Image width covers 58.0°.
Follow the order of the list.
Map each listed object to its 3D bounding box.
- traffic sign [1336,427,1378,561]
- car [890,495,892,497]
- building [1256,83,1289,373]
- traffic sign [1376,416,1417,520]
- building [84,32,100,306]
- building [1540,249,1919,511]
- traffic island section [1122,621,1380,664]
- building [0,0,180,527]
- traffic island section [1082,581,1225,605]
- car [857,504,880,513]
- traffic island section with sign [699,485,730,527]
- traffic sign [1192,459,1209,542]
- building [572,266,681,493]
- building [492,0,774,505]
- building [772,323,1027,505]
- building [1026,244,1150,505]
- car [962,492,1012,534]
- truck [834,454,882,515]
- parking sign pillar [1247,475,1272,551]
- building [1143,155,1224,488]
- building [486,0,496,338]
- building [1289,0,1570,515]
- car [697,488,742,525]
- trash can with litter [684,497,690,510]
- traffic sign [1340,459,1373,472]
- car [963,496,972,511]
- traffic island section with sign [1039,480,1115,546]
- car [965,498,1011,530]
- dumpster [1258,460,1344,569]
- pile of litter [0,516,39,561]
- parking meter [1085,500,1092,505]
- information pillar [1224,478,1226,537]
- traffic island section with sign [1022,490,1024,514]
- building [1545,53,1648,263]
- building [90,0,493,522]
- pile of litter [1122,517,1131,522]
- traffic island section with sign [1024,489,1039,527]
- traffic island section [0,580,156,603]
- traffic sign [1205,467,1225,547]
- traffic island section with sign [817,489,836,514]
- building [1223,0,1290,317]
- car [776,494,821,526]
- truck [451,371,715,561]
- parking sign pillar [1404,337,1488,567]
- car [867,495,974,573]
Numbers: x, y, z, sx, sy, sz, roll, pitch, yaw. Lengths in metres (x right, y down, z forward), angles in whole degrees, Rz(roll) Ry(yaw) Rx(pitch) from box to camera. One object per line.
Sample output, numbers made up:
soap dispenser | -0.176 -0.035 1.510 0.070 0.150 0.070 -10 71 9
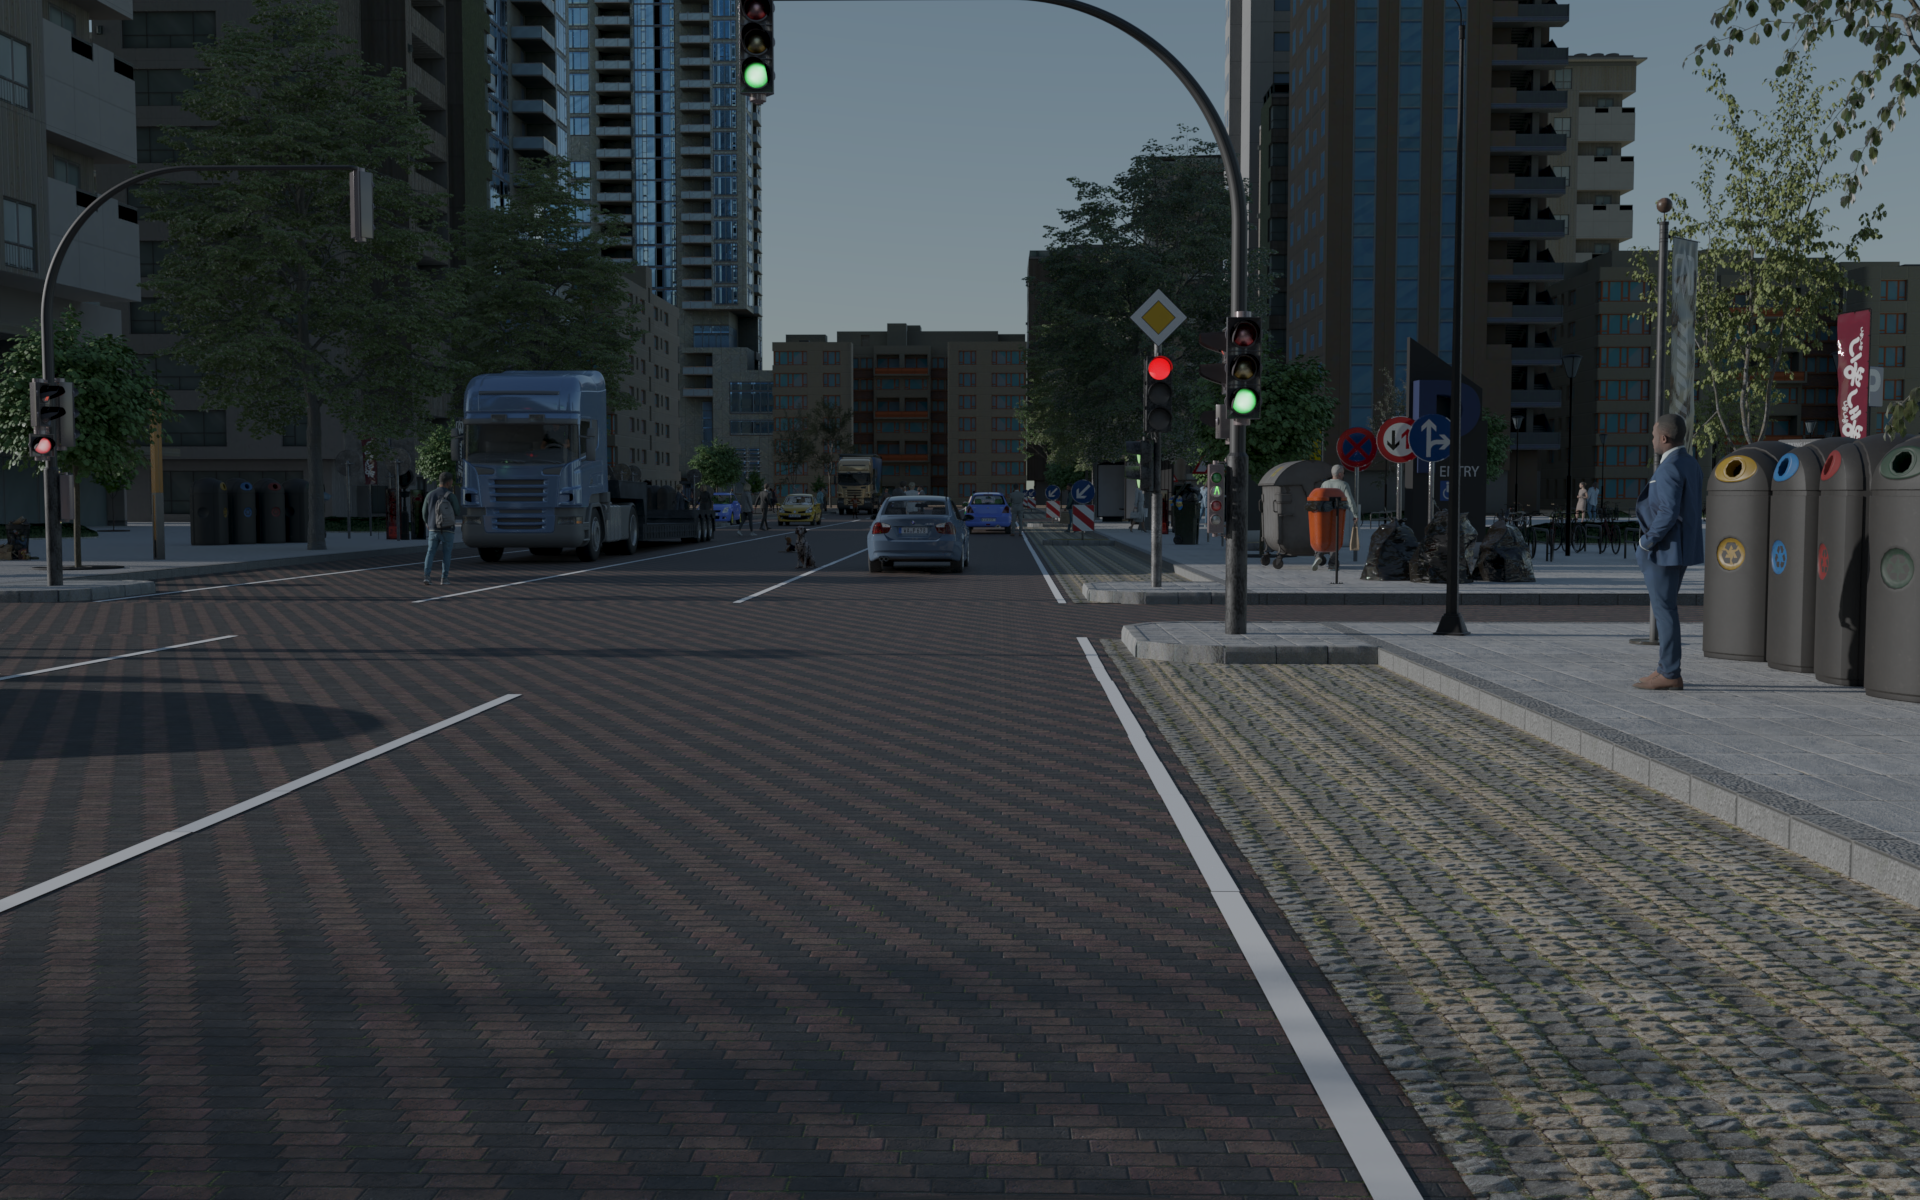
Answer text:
traffic sign | 7.531 -2.006 32.911 0.768 2.556 0.104 1 4 9
car | -5.507 -8.383 149.636 1.945 1.354 3.894 0 4 1
building | 28.345 -21.618 125.162 14.160 30.474 14.107 0 4 1
traffic sign | 7.193 -1.728 28.361 0.768 2.556 0.104 0 4 7
building | -67.385 -27.765 145.836 23.993 40.220 32.217 0 4 1
building | 63.402 -18.382 145.580 28.899 21.520 27.650 0 4 1
traffic island section | 2.549 0.388 15.940 2.009 0.180 2.903 0 4 1
building | -45.051 -28.484 54.956 28.713 52.752 27.495 0 4 1
traffic island section | 2.733 -0.100 23.923 2.009 0.180 2.903 0 4 1
car | -7.209 -7.338 132.338 2.083 1.381 4.827 0 4 3
traffic island section with sign | -11.183 -4.136 76.258 1.989 1.847 2.006 0 4 1
traffic sign | 6.616 -2.820 46.107 0.884 2.594 0.081 1 4 10
building | -40.892 -18.539 148.155 28.899 21.520 27.650 0 4 1
building | -36.759 -54.692 206.880 31.000 86.520 22.319 0 4 1
building | -6.558 -22.349 210.440 28.899 21.520 27.650 0 4 1
building | 14.835 -26.400 203.339 14.107 30.474 14.160 0 4 1
car | 1.033 -3.293 63.439 1.945 1.707 3.694 0 4 1
truck | -7.138 -8.208 123.121 2.839 4.237 11.283 0 4 1
parking sign pillar | 6.854 -3.130 39.654 1.447 3.967 1.447 -3 5 -40
building | 28.932 -31.761 202.883 14.086 41.232 14.154 0 4 1
building | -37.973 -48.985 113.571 22.319 86.520 31.000 0 4 1
building | 28.784 -28.072 109.080 14.600 45.320 14.200 0 4 1
car | -11.307 -4.380 81.210 1.945 1.707 3.694 0 4 2
trash can with litter | -13.844 -4.726 88.661 1.055 1.170 0.624 -1 4 -10
traffic sign | 9.121 -2.434 39.906 0.768 2.556 0.104 1 4 10
car | 1.229 -5.126 96.172 2.083 1.381 4.827 0 4 -1
traffic island section with sign | 3.311 -2.445 48.597 1.989 1.847 2.006 0 4 1
car | 1.125 -3.646 68.400 1.959 1.807 4.718 0 4 2
dumpster | 5.944 -1.491 30.130 1.264 1.857 1.865 0 4 1
pile of litter | -18.662 -1.216 33.840 1.176 0.858 1.719 -2 4 -26
parking meter | 6.566 -4.895 88.438 0.372 1.533 0.369 0 3 0
information pillar | 7.931 -2.875 51.496 0.304 2.012 0.304 1 4 17
traffic island section with sign | 5.084 -7.166 125.788 1.989 1.847 2.006 0 4 1
building | 65.335 -37.901 208.913 27.495 52.752 28.713 0 4 1
building | -31.635 -19.106 84.083 14.160 30.474 14.107 0 4 1
pile of litter | 8.105 -4.129 81.479 1.719 0.858 1.176 -1 4 -18
traffic island section with sign | 3.923 -4.093 75.546 1.989 1.847 2.006 0 4 1
traffic island section | -12.704 -0.122 24.283 2.009 0.180 2.903 0 4 1
traffic sign | 6.422 -2.585 42.275 0.884 2.594 0.081 1 4 11
traffic island section with sign | -10.029 -7.179 126.008 1.989 1.847 2.006 0 4 1
building | 32.808 -36.901 145.329 21.231 58.520 28.212 0 4 1
car | -7.383 -4.251 79.723 2.015 1.641 3.980 0 4 1
truck | -8.820 -3.296 43.656 2.967 4.110 18.799 0 4 1
parking sign pillar | 8.350 -2.525 29.751 1.447 3.967 1.447 0 4 -4
car | -0.747 -1.276 32.863 2.014 1.417 4.499 0 4 2
